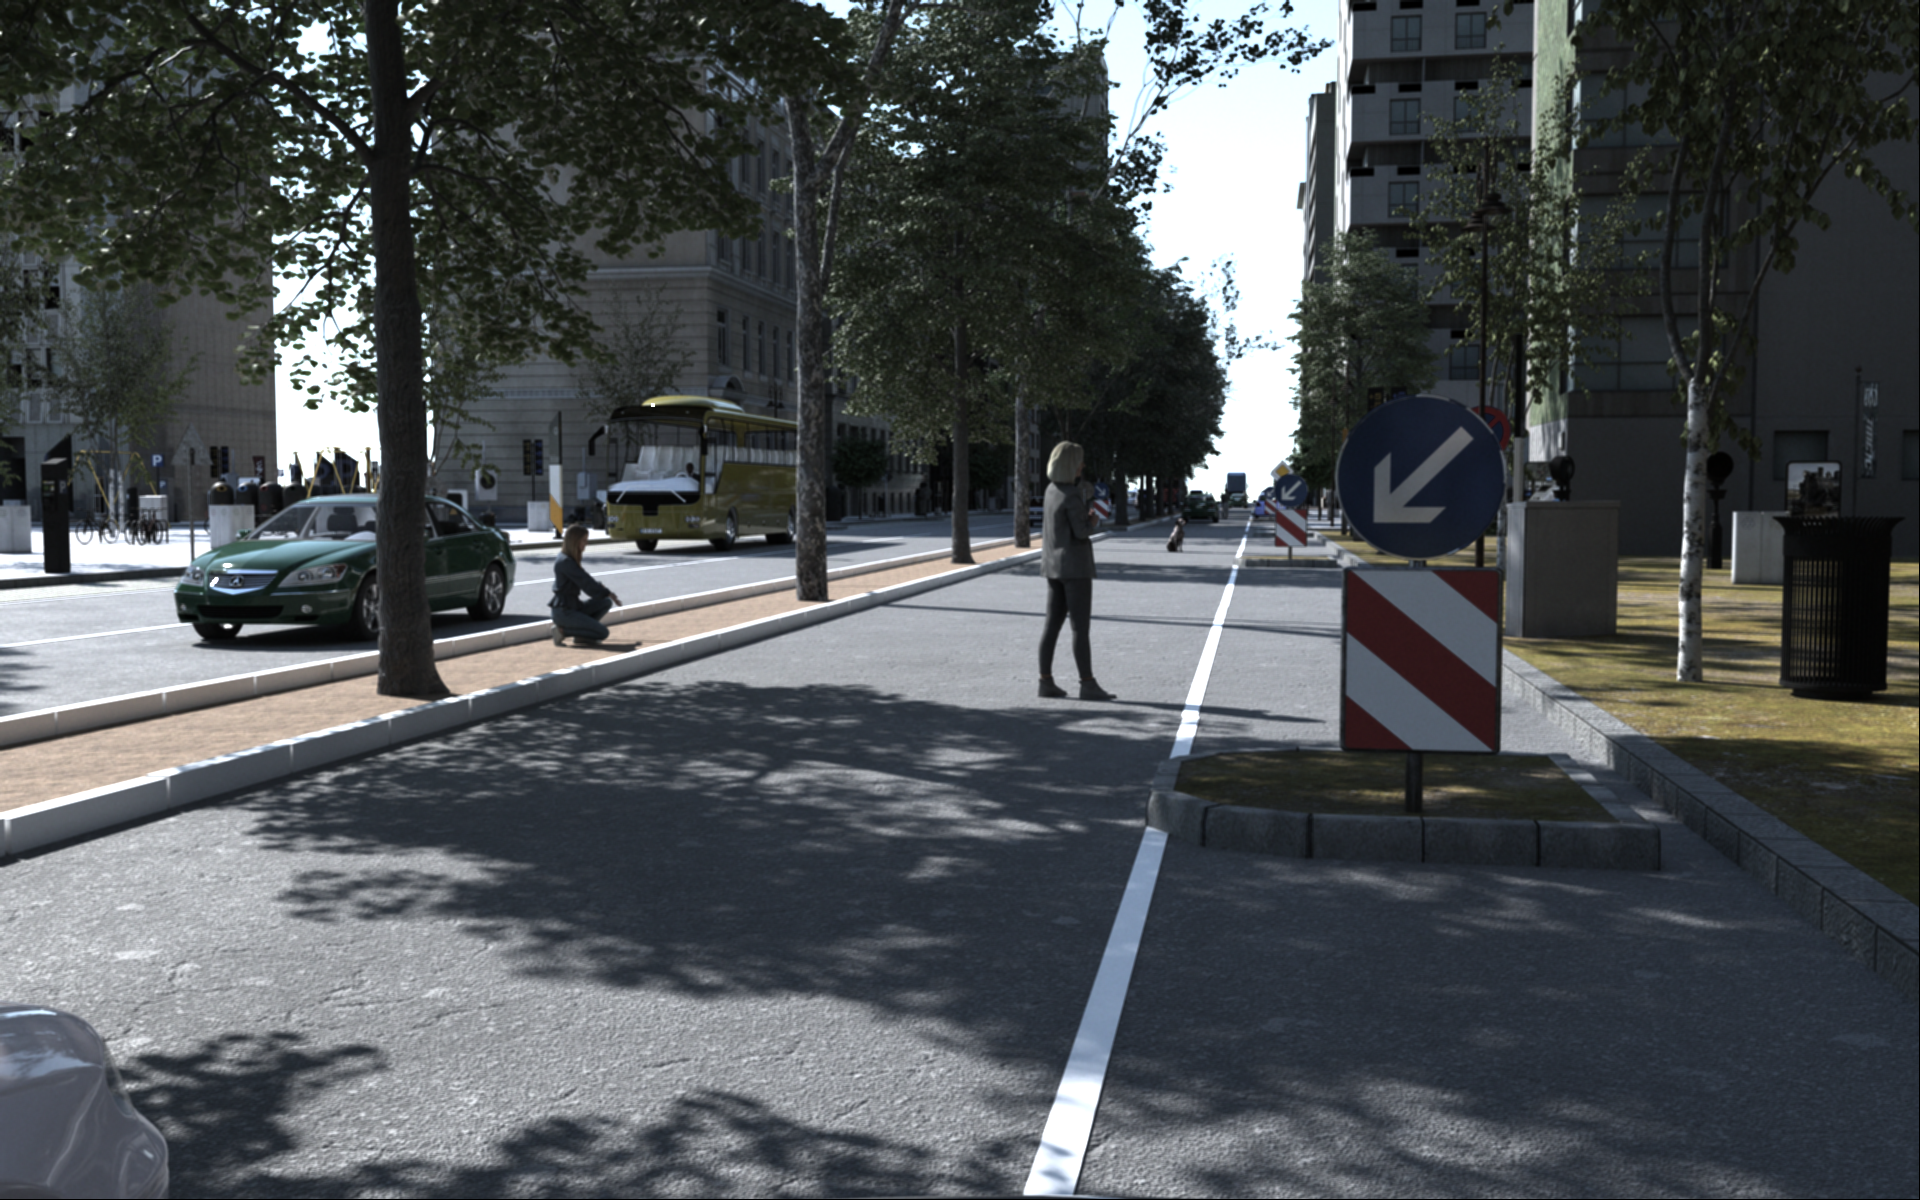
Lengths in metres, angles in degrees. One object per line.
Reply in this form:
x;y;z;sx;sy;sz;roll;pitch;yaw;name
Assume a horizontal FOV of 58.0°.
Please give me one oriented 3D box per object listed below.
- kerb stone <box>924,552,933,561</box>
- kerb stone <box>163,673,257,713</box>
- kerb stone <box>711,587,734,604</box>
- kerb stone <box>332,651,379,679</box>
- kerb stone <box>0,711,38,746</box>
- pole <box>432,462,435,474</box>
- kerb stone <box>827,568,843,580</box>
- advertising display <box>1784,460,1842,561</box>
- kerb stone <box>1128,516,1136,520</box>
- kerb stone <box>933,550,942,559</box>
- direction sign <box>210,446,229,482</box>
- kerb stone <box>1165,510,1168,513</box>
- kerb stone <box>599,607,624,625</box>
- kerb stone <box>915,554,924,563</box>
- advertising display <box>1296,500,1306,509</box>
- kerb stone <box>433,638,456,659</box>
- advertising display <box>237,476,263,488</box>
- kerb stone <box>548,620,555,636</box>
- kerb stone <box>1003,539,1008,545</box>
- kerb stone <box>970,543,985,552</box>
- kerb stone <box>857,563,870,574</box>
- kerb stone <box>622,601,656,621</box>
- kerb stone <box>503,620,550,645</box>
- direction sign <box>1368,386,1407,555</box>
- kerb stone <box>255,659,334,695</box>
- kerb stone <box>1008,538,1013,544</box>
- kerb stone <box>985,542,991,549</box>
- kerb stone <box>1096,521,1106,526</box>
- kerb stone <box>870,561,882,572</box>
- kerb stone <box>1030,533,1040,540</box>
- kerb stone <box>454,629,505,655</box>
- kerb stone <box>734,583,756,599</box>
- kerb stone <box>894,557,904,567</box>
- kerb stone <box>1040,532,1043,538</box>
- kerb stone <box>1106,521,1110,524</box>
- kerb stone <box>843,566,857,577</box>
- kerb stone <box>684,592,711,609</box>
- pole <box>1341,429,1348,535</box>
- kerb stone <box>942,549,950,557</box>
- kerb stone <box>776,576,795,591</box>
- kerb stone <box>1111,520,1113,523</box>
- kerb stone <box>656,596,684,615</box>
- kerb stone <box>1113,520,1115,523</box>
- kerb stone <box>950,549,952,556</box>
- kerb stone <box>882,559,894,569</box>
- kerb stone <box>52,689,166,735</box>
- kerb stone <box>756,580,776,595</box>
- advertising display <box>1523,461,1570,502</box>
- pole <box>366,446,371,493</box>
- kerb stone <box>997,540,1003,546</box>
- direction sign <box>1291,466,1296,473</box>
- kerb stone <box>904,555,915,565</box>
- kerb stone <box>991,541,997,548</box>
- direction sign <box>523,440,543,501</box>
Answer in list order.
-0.775;-0.907;37.037;0.120;0.150;1.000;1;4;10;kerb stone
-5.128;0.639;11.747;0.120;0.150;1.000;1;4;10;kerb stone
-3.222;-0.038;22.854;0.120;0.150;1.000;1;4;10;kerb stone
-4.777;0.519;13.769;0.120;0.150;1.000;1;4;10;kerb stone
-5.478;0.763;9.727;0.120;0.150;1.000;1;4;10;kerb stone
-33.405;-7.100;109.922;0.158;3.312;0.155;0;3;0;pole
-2.177;-0.412;28.925;0.120;0.150;1.000;1;4;10;kerb stone
16.418;-1.722;33.363;0.974;1.923;0.123;1;4;21;advertising display
9.727;-4.643;98.110;0.120;0.150;1.000;1;4;10;kerb stone
-0.599;-0.969;38.044;0.120;0.150;1.000;1;4;10;kerb stone
-35.200;-5.529;82.395;0.876;3.537;0.379;0;4;3;direction sign
16.700;-7.119;138.588;0.120;0.150;1.000;1;4;10;kerb stone
-3.919;0.211;18.810;0.120;0.150;1.000;1;4;10;kerb stone
-0.947;-0.845;36.016;0.120;0.150;1.000;1;4;10;kerb stone
25.255;-7.574;129.050;0.974;1.923;0.123;1;4;20;advertising display
-4.610;0.454;14.779;0.120;0.150;1.000;1;4;10;kerb stone
-25.989;-3.561;63.433;0.974;1.923;0.123;1;4;12;advertising display
-4.087;0.269;17.801;0.120;0.150;1.000;1;4;10;kerb stone
1.133;-1.587;48.140;0.120;0.150;1.000;1;4;10;kerb stone
0.436;-1.337;44.090;0.120;0.150;1.000;1;4;10;kerb stone
-1.825;-0.532;30.953;0.120;0.150;1.000;1;4;10;kerb stone
-3.740;0.145;19.828;0.120;0.150;1.000;1;4;10;kerb stone
-4.258;0.330;16.793;0.120;0.150;1.000;1;4;10;kerb stone
9.035;-2.736;36.725;0.876;3.537;0.379;3;5;40;direction sign
-4.955;0.580;12.762;0.120;0.150;1.000;1;4;10;kerb stone
1.305;-1.644;49.153;0.120;0.150;1.000;1;4;10;kerb stone
0.606;-1.401;45.098;0.120;0.150;1.000;1;4;10;kerb stone
6.430;-3.469;78.920;0.120;0.150;1.000;1;4;10;kerb stone
-1.648;-0.598;31.971;0.120;0.150;1.000;1;4;10;kerb stone
2.351;-2.015;55.216;0.120;0.150;1.000;1;4;10;kerb stone
-4.440;0.397;15.788;0.120;0.150;1.000;1;4;10;kerb stone
-3.050;-0.102;23.866;0.120;0.150;1.000;1;4;10;kerb stone
-1.300;-0.717;34.003;0.120;0.150;1.000;1;4;10;kerb stone
2.521;-2.080;56.224;0.120;0.150;1.000;1;4;10;kerb stone
6.776;-3.593;80.942;0.120;0.150;1.000;1;4;10;kerb stone
-1.999;-0.469;29.946;0.120;0.150;1.000;1;4;10;kerb stone
-3.387;0.021;21.844;0.120;0.150;1.000;1;4;10;kerb stone
12.018;-3.685;54.090;0.158;3.312;0.155;0;3;0;pole
-0.431;-1.031;39.053;0.120;0.150;1.000;1;4;10;kerb stone
-2.691;-0.226;25.889;0.120;0.150;1.000;1;4;10;kerb stone
7.127;-3.715;82.965;0.120;0.150;1.000;1;4;10;kerb stone
-3.568;0.083;20.836;0.120;0.150;1.000;1;4;10;kerb stone
7.297;-3.775;83.978;0.120;0.150;1.000;1;4;10;kerb stone
-0.260;-1.093;40.061;0.120;0.150;1.000;1;4;10;kerb stone
-1.474;-0.660;32.989;0.120;0.150;1.000;1;4;10;kerb stone
-5.308;0.701;10.736;0.120;0.150;1.000;1;4;10;kerb stone
-2.874;-0.163;24.880;0.120;0.150;1.000;1;4;10;kerb stone
11.542;-1.769;34.133;0.123;1.923;0.974;-3;4;-38;advertising display
-25.287;-4.908;74.090;0.158;3.312;0.155;0;3;0;pole
0.961;-1.525;47.132;0.120;0.150;1.000;1;4;10;kerb stone
25.459;-8.586;132.383;0.876;3.537;0.379;-3;5;-41;direction sign
-1.124;-0.783;35.009;0.120;0.150;1.000;1;4;10;kerb stone
0.783;-1.463;46.111;0.120;0.150;1.000;1;4;10;kerb stone
-17.745;-4.896;72.043;0.876;3.537;0.379;1;4;15;direction sign
